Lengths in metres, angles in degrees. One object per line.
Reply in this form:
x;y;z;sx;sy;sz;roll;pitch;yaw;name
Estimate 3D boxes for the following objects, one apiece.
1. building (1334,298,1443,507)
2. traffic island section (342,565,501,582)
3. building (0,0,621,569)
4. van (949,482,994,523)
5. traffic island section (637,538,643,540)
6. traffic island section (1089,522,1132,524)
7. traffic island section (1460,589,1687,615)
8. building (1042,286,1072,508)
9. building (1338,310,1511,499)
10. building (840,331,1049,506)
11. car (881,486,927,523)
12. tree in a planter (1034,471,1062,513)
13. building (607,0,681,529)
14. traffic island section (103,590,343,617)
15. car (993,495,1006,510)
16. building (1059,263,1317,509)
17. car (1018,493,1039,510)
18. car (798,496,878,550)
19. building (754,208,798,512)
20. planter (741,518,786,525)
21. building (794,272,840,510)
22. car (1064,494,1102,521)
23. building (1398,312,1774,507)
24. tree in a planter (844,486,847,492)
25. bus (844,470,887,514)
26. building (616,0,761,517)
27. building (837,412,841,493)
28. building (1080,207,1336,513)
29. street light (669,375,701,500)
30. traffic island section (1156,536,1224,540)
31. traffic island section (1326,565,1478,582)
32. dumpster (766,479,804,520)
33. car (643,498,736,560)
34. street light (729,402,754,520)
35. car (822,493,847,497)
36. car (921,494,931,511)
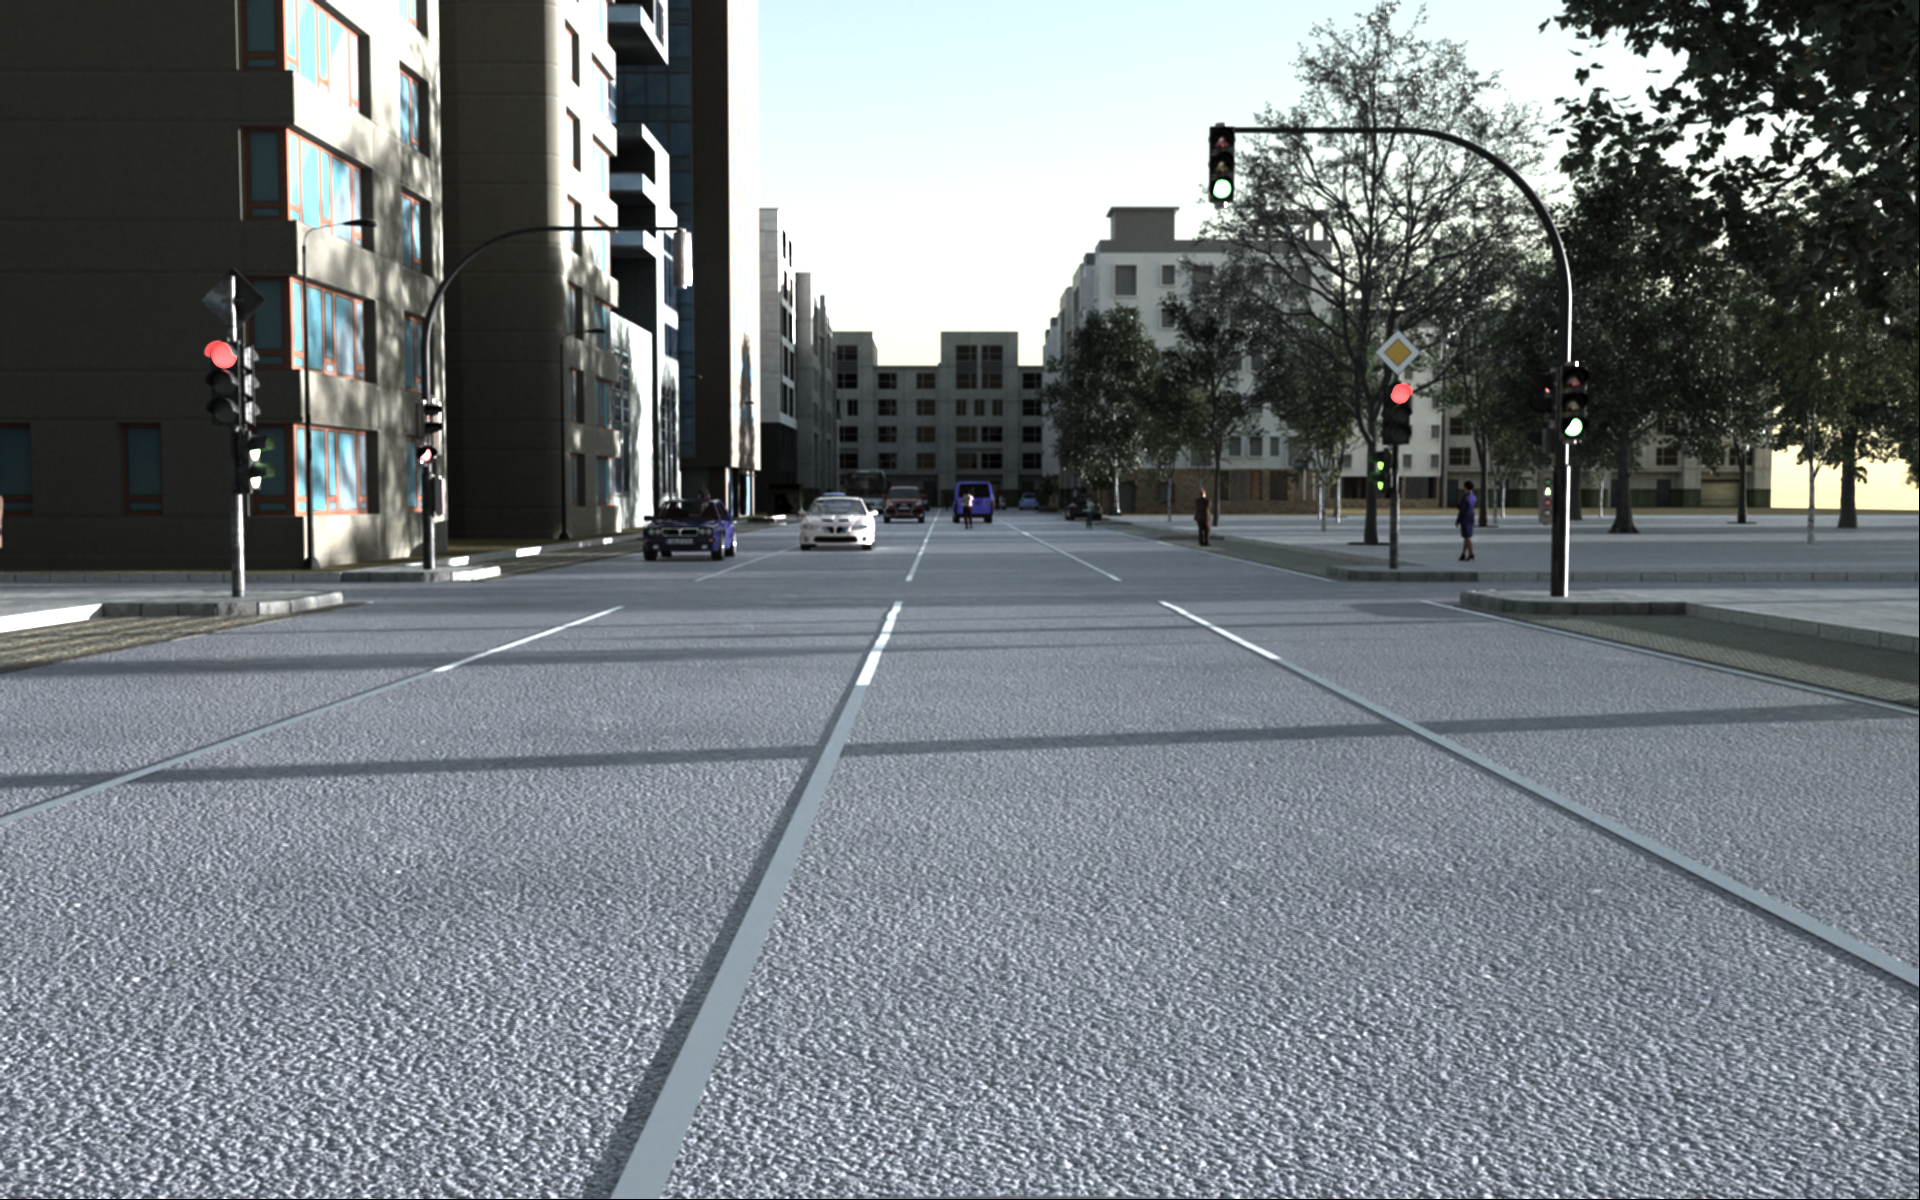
40.605;-19.391;173.465;11.380;20.091;16.016;0;4;0;building
-9.103;-0.451;29.648;2.009;0.180;2.903;0;4;0;traffic island section
-25.154;-12.126;43.296;27.650;21.520;28.899;0;4;0;building
0.608;-5.042;86.825;2.240;2.365;5.245;0;4;-2;van
-8.965;-1.923;54.301;1.991;0.108;1.994;0;4;0;traffic island section
7.061;-3.624;82.120;1.991;0.108;1.994;0;4;0;traffic island section
7.541;0.030;21.789;2.009;0.180;2.903;0;4;0;traffic island section
16.383;-18.786;163.565;16.016;20.091;11.380;0;4;0;building
58.202;-21.942;202.728;32.646;21.610;27.936;0;4;0;building
-2.172;-20.199;196.712;31.486;18.905;16.747;0;4;0;building
-2.808;-4.803;87.194;2.281;1.827;5.304;0;4;-2;car
6.663;-8.214;131.518;1.991;3.239;1.994;0;4;0;tree in a planter
-23.549;-46.447;72.080;22.319;86.520;31.000;0;4;0;building
-9.039;0.038;21.664;2.009;0.180;2.903;0;4;0;traffic island section
3.274;-9.043;160.216;2.083;1.381;4.827;0;4;0;car
17.515;-16.817;141.419;16.747;18.905;31.486;0;4;0;building
6.191;-8.937;155.718;1.945;1.707;3.694;0;4;-1;car
-3.211;-2.046;45.817;2.083;1.381;4.827;0;4;-2;car
-26.826;-16.994;121.834;27.936;21.610;32.646;0;4;0;building
-9.192;-3.676;81.237;1.991;0.319;1.994;0;4;0;planter
-20.317;-17.590;154.048;16.747;18.905;31.486;0;4;0;building
6.723;-5.175;94.390;2.009;1.686;4.222;0;4;-2;car
62.035;-18.805;173.923;31.486;18.905;16.747;0;4;0;building
-9.790;-9.863;158.478;1.991;3.239;1.994;0;4;0;tree in a planter
-6.839;-8.149;128.101;2.948;3.499;13.247;0;4;-1;bus
-18.853;-27.267;95.933;14.600;45.320;14.200;0;4;0;building
-26.487;-14.380;177.255;28.070;9.664;9.099;0;4;0;building
16.472;-16.116;119.913;16.016;20.091;11.380;0;4;0;building
-10.799;-5.826;67.790;1.470;5.913;1.316;0;4;0;street light
7.278;-1.976;55.177;1.991;0.108;1.994;0;4;0;traffic island section
7.478;-0.458;29.774;2.009;0.180;2.903;0;4;0;traffic island section
-9.466;-5.425;93.644;1.985;2.255;1.502;0;4;1;dumpster
-6.017;-1.600;38.742;1.945;1.354;3.894;0;4;-2;car
-11.016;-7.004;87.051;1.470;5.913;1.316;0;4;0;street light
-6.579;-4.940;90.362;1.945;1.707;3.694;0;4;0;car
-3.457;-8.350;146.300;2.009;1.686;4.222;0;4;1;car
